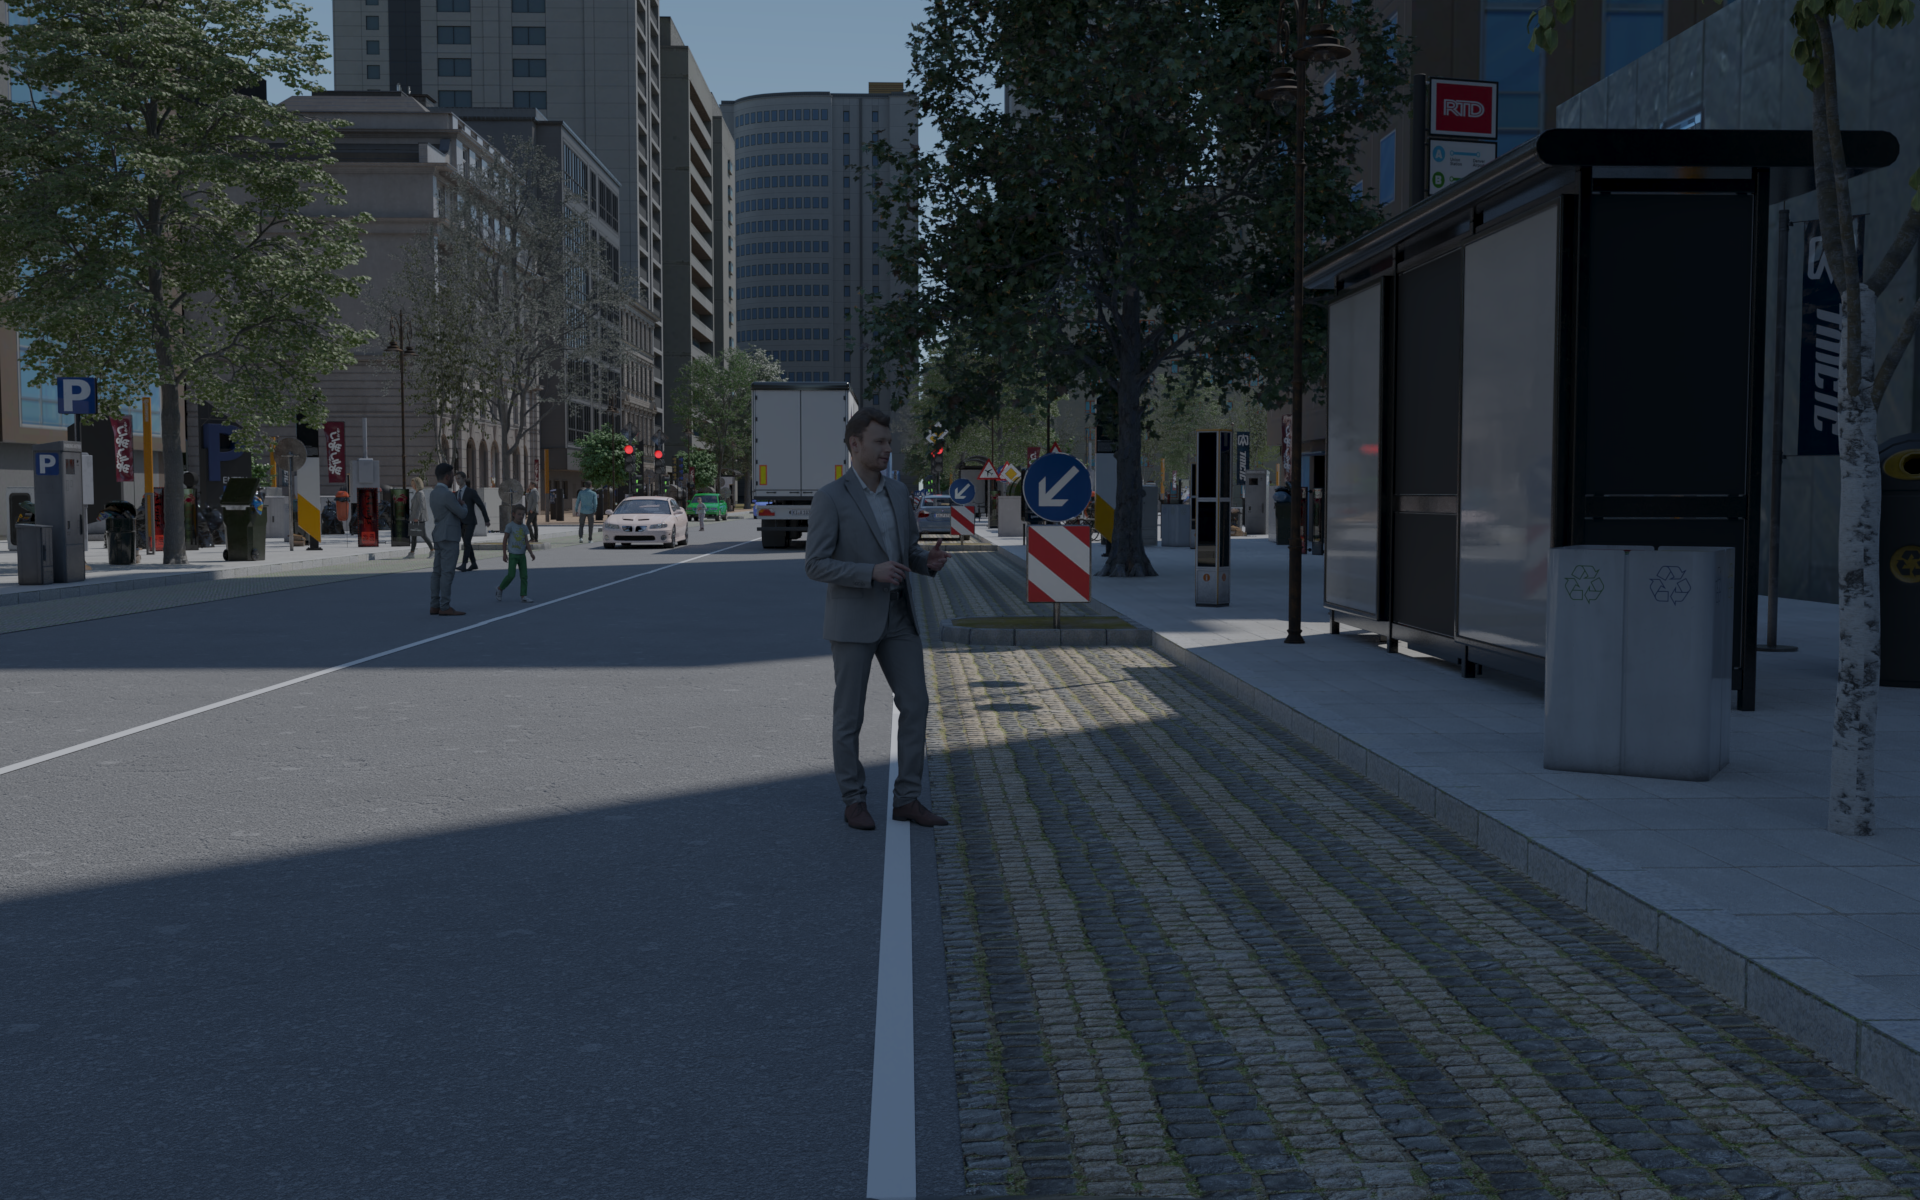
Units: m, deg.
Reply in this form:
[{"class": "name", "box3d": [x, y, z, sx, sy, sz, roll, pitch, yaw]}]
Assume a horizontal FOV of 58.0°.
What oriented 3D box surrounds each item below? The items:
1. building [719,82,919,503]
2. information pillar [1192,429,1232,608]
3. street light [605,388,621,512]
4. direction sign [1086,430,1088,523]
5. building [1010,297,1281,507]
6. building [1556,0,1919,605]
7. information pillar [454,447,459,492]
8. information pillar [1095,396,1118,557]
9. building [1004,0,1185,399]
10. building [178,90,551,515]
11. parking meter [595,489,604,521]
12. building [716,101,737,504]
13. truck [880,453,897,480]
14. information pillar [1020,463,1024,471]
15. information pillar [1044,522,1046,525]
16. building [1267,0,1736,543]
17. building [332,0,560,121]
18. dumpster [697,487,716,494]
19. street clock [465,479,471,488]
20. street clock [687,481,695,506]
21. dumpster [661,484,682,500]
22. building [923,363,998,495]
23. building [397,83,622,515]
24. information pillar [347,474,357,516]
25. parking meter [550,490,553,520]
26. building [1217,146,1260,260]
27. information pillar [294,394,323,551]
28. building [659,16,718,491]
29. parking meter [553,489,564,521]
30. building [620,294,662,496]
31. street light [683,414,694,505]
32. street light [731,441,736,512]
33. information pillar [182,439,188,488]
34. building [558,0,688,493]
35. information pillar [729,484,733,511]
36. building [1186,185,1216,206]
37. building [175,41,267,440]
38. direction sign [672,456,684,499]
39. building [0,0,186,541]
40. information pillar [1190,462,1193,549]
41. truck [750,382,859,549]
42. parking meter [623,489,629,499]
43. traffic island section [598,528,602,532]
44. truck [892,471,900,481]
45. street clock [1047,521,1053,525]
[{"class": "building", "box3d": [-20.053, -43.343, 250.650, 28.212, 58.520, 21.231, 0, 4, -2]}, {"class": "information pillar", "box3d": [2.881, -0.930, 19.701, 0.304, 2.012, 0.304, 3, 4, 37]}, {"class": "street light", "box3d": [-14.965, -6.236, 74.752, 0.468, 5.910, 1.993, 0, 4, -2]}, {"class": "direction sign", "box3d": [4.521, -4.257, 61.604, 0.379, 3.537, 0.876, 0, 4, 7]}, {"class": "building", "box3d": [19.614, -20.263, 176.342, 27.650, 21.520, 28.899, 0, 4, -2]}, {"class": "building", "box3d": [21.558, -42.741, 11.492, 22.319, 86.520, 31.000, 0, 4, -2]}, {"class": "information pillar", "box3d": [-23.487, -5.471, 80.809, 0.183, 3.616, 0.504, 0, 4, 0]}, {"class": "information pillar", "box3d": [3.002, -2.690, 35.330, 0.504, 3.616, 0.183, -1, 4, -14]}, {"class": "building", "box3d": [15.649, -40.466, 203.617, 21.231, 58.520, 28.212, 0, 4, -2]}, {"class": "building", "box3d": [-31.040, -15.373, 93.154, 13.314, 21.916, 24.055, 0, 4, -2]}, {"class": "parking meter", "box3d": [-18.956, -5.061, 91.159, 0.372, 1.533, 0.369, 0, 3, 0]}, {"class": "building", "box3d": [-38.209, -35.608, 205.887, 21.600, 48.544, 21.300, 0, 4, -2]}, {"class": "truck", "box3d": [-4.846, -6.229, 91.597, 2.967, 4.110, 18.799, 0, 4, -2]}, {"class": "information pillar", "box3d": [4.399, -7.954, 121.401, 0.504, 3.616, 0.183, -3, 5, -40]}, {"class": "information pillar", "box3d": [2.772, -2.971, 53.068, 0.304, 2.012, 0.304, 1, 4, 18]}, {"class": "building", "box3d": [16.196, -24.038, 43.136, 14.600, 45.320, 14.200, 0, 4, -2]}, {"class": "building", "box3d": [-60.239, -46.911, 205.238, 20.611, 71.187, 20.563, 0, 4, -2]}, {"class": "dumpster", "box3d": [-18.582, -7.403, 126.799, 1.264, 1.857, 1.865, 0, 4, -2]}, {"class": "street clock", "box3d": [-23.461, -4.773, 82.615, 0.358, 2.002, 0.471, -1, 4, -13]}, {"class": "street clock", "box3d": [-15.456, -5.803, 99.452, 0.358, 2.002, 0.471, 2, 4, 27]}, {"class": "dumpster", "box3d": [-17.468, -6.029, 104.337, 1.264, 1.857, 1.865, 0, 4, -2]}, {"class": "building", "box3d": [9.089, -25.149, 256.229, 28.899, 21.520, 27.650, 0, 4, -2]}, {"class": "building", "box3d": [-31.717, -19.783, 116.955, 14.314, 27.812, 24.014, 0, 4, -2]}, {"class": "information pillar", "box3d": [-21.999, -3.563, 62.750, 0.304, 2.012, 0.304, -3, 4, -37]}, {"class": "parking meter", "box3d": [-20.166, -4.747, 86.016, 0.372, 1.533, 0.369, 0, 3, 0]}, {"class": "building", "box3d": [43.232, -35.837, 209.644, 21.600, 48.544, 21.300, 0, 4, -2]}, {"class": "information pillar", "box3d": [-14.760, -2.930, 39.255, 0.504, 3.616, 0.183, -2, 4, -28]}, {"class": "building", "box3d": [-37.522, -34.057, 180.536, 21.300, 48.544, 21.600, 0, 4, -2]}, {"class": "parking meter", "box3d": [-18.945, -4.502, 82.019, 0.372, 1.533, 0.369, 0, 3, 0]}, {"class": "building", "box3d": [-30.470, -16.774, 138.880, 10.561, 19.102, 19.286, 0, 4, -2]}, {"class": "street light", "box3d": [-15.764, -7.826, 100.751, 0.468, 5.910, 1.993, 0, 4, -2]}, {"class": "street light", "box3d": [-16.568, -9.398, 126.440, 0.468, 5.910, 1.993, 0, 4, -2]}, {"class": "information pillar", "box3d": [-28.330, -4.389, 63.116, 0.504, 3.616, 0.183, 2, 4, 23]}, {"class": "building", "box3d": [-36.065, -44.049, 158.450, 20.563, 71.187, 20.611, 0, 4, -2]}, {"class": "information pillar", "box3d": [-16.901, -7.566, 128.193, 0.304, 2.012, 0.304, 1, 4, 11]}, {"class": "building", "box3d": [31.522, -36.657, 249.450, 14.200, 45.320, 14.600, 0, 4, -2]}, {"class": "building", "box3d": [-44.802, -15.737, 86.986, 15.834, 23.373, 12.332, 0, 4, -2]}, {"class": "direction sign", "box3d": [-16.751, -6.777, 102.798, 0.379, 3.537, 0.876, 3, 4, 37]}, {"class": "building", "box3d": [-33.268, -24.501, 50.704, 14.200, 45.320, 14.600, 0, 4, -2]}, {"class": "information pillar", "box3d": [5.533, -2.187, 40.249, 0.304, 2.012, 0.304, 1, 4, 23]}, {"class": "truck", "box3d": [-4.154, -3.668, 48.882, 2.839, 4.237, 11.283, 0, 4, -2]}, {"class": "parking meter", "box3d": [-21.292, -6.310, 111.571, 0.372, 1.533, 0.369, 0, 3, 0]}, {"class": "traffic island section", "box3d": [-12.696, -2.718, 66.726, 2.009, 0.180, 2.903, 0, 4, -2]}, {"class": "truck", "box3d": [-7.838, -12.509, 194.276, 2.967, 4.110, 18.799, 0, 4, -2]}, {"class": "street clock", "box3d": [1.855, -1.868, 35.109, 0.471, 2.002, 0.358, 1, 4, 12]}]
